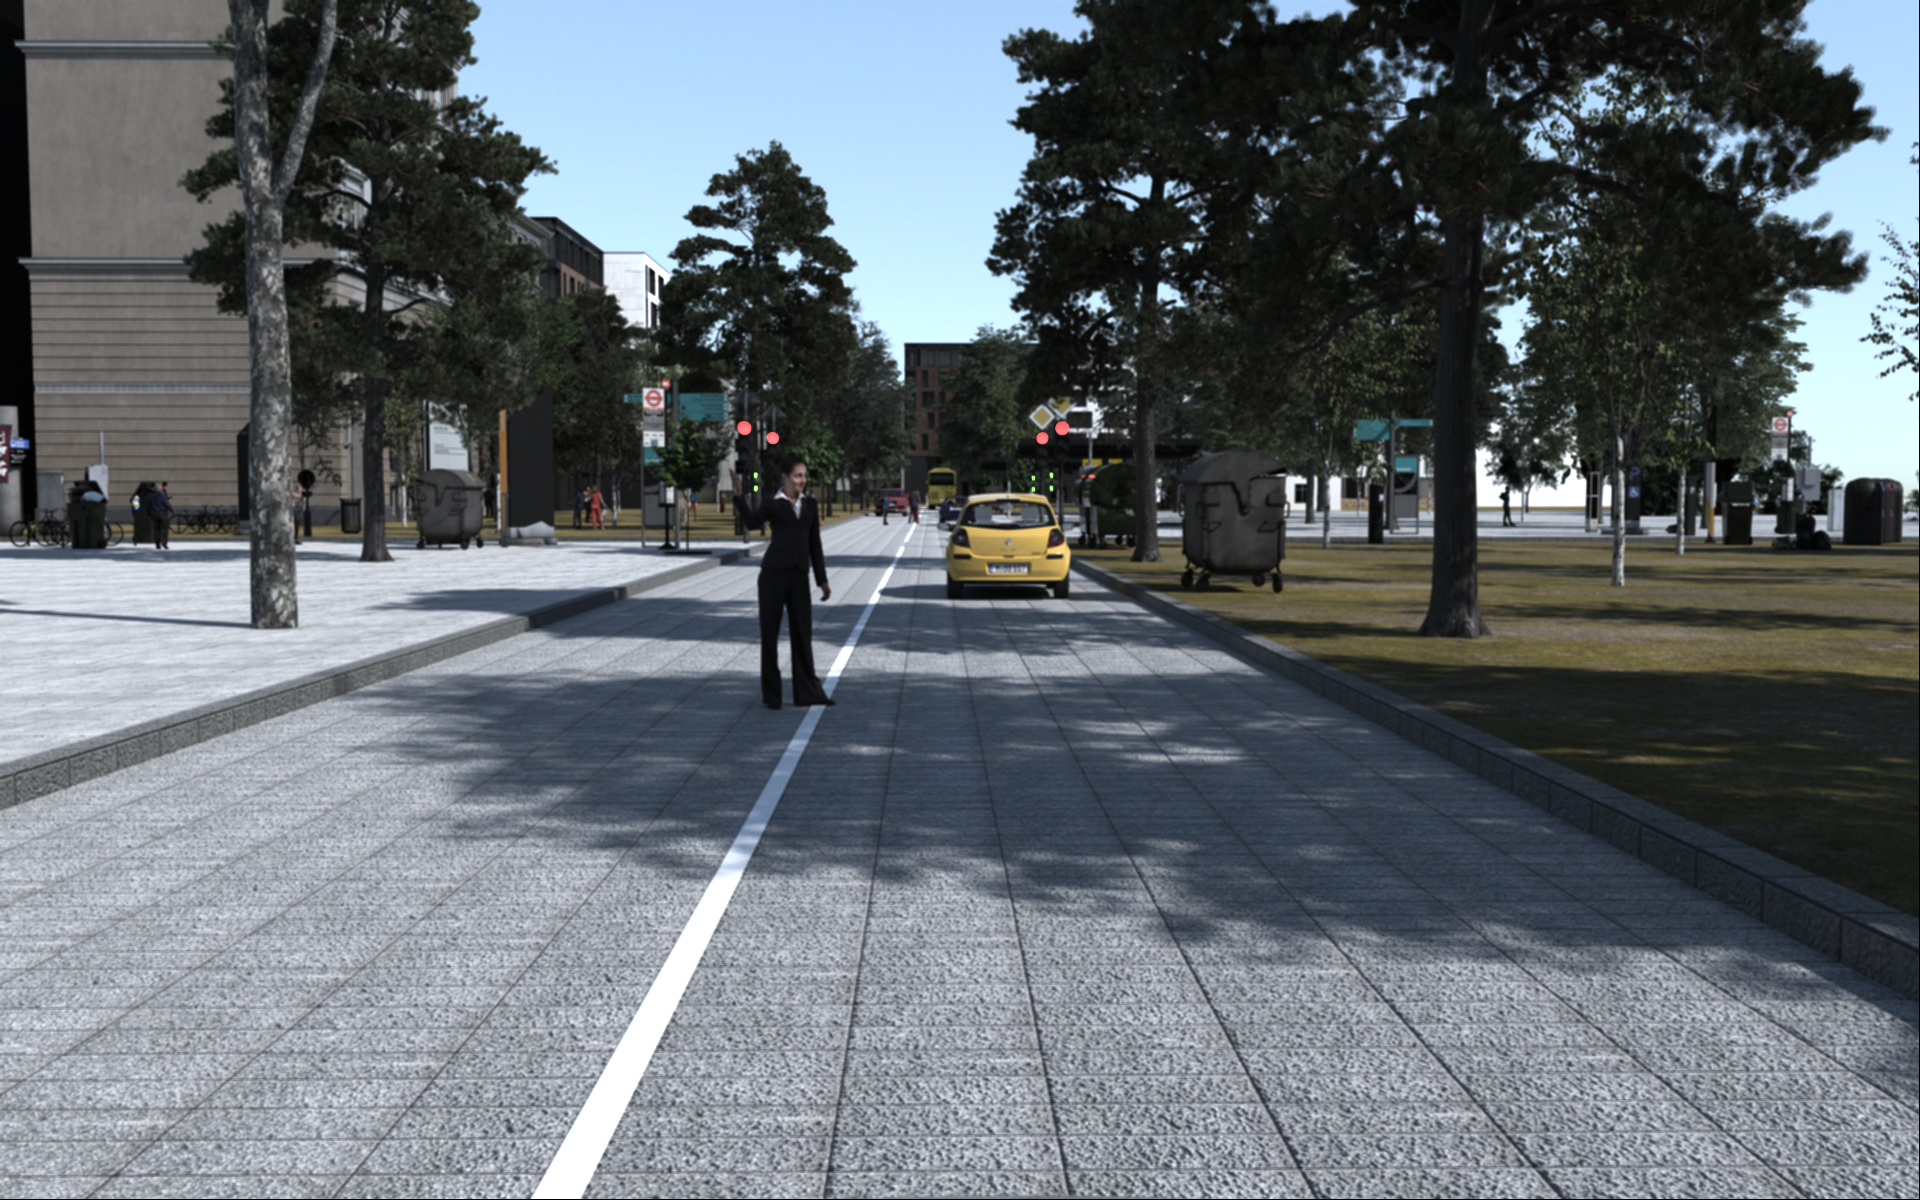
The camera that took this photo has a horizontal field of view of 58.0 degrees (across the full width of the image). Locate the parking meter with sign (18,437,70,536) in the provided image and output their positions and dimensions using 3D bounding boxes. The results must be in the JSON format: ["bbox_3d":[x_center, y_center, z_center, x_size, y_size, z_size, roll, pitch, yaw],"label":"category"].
[{"bbox_3d":[-28.095,-3.502,53.516,1.738,3.016,0.543,-1,4,-15],"label":"parking meter with sign"}]

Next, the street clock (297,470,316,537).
[{"bbox_3d":[-19.672,-2.912,52.183,0.471,2.002,0.358,0,4,-6],"label":"street clock"}]

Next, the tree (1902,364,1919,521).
[{"bbox_3d":[48.159,-10.534,74.058,13.155,14.587,18.604,-2,4,-34],"label":"tree"}]

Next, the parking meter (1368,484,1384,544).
[{"bbox_3d":[10.683,-2.206,44.474,0.372,1.533,0.369,0,3,0],"label":"parking meter"}]

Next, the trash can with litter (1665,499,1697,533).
[{"bbox_3d":[23.406,-2.746,56.284,0.624,1.170,1.055,-2,4,-26],"label":"trash can with litter"}]

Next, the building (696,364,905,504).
[{"bbox_3d":[-23.409,-22.810,239.396,31.486,18.905,16.747,0,4,-1],"label":"building"}]

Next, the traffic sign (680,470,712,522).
[{"bbox_3d":[-12.561,-5.263,79.920,2.265,3.308,0.079,0,4,5],"label":"traffic sign"}]

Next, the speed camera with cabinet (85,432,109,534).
[{"bbox_3d":[-27.815,-3.742,55.510,0.660,3.252,2.038,-3,4,-36],"label":"speed camera with cabinet"}]

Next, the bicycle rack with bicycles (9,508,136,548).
[{"bbox_3d":[-21.856,-1.790,42.648,2.852,0.926,2.925,3,4,39],"label":"bicycle rack with bicycles"}]

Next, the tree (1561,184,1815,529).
[{"bbox_3d":[27.468,-8.920,63.965,7.486,12.596,7.792,0,3,0],"label":"tree"}]

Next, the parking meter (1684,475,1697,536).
[{"bbox_3d":[22.317,-2.896,53.054,0.399,1.863,0.255,-2,4,-24],"label":"parking meter"}]

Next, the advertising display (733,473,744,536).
[{"bbox_3d":[-6.799,-2.949,53.433,0.123,1.923,0.974,-2,4,-25],"label":"advertising display"}]

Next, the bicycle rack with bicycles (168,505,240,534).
[{"bbox_3d":[-24.346,-2.634,56.451,2.925,0.926,2.852,0,4,-3],"label":"bicycle rack with bicycles"}]

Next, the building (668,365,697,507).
[{"bbox_3d":[-33.363,-19.596,176.811,11.380,20.091,16.016,0,4,-1],"label":"building"}]

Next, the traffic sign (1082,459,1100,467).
[{"bbox_3d":[7.840,-6.210,95.412,2.265,3.308,0.079,0,4,3],"label":"traffic sign"}]

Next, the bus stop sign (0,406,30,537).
[{"bbox_3d":[-28.573,-3.851,51.977,0.837,3.901,0.837,1,4,10],"label":"bus stop sign"}]

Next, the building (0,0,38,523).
[{"bbox_3d":[-49.201,-15.073,76.121,15.834,23.373,12.332,0,4,-1],"label":"building"}]

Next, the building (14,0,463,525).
[{"bbox_3d":[-32.011,-18.031,80.718,13.634,28.700,20.117,0,4,-1],"label":"building"}]

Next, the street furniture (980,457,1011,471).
[{"bbox_3d":[4.978,-7.147,108.954,7.346,3.524,5.398,0,4,-1],"label":"street furniture"}]

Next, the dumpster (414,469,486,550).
[{"bbox_3d":[-11.904,-2.119,40.405,1.264,1.857,1.865,0,4,-1],"label":"dumpster"}]

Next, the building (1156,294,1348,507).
[{"bbox_3d":[28.173,-19.100,168.700,16.016,20.091,11.380,0,4,-1],"label":"building"}]

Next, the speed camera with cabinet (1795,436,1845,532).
[{"bbox_3d":[29.888,-3.989,59.549,2.038,3.252,0.660,1,4,12],"label":"speed camera with cabinet"}]

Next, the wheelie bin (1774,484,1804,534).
[{"bbox_3d":[26.910,-2.950,56.148,0.980,1.594,0.693,-2,4,-27],"label":"wheelie bin"}]

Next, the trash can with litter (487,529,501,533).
[{"bbox_3d":[-14.832,-2.818,57.136,1.678,1.210,2.233,-2,4,-34],"label":"trash can with litter"}]

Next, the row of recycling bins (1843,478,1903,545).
[{"bbox_3d":[23.694,-2.317,44.992,1.069,1.692,3.534,3,4,38],"label":"row of recycling bins"}]

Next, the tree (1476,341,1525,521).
[{"bbox_3d":[26.185,-7.989,80.979,4.360,8.622,3.978,0,3,0],"label":"tree"}]

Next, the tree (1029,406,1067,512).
[{"bbox_3d":[6.700,-10.032,114.380,4.360,8.622,3.978,0,3,0],"label":"tree"}]

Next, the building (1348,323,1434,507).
[{"bbox_3d":[41.810,-19.685,178.261,11.380,20.091,16.016,0,4,-1],"label":"building"}]

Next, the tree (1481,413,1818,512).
[{"bbox_3d":[47.066,-9.524,118.627,20.602,7.101,11.467,0,4,-2],"label":"tree"}]

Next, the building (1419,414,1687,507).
[{"bbox_3d":[62.255,-14.680,182.162,28.070,9.664,9.099,0,4,-1],"label":"building"}]

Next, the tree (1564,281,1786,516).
[{"bbox_3d":[45.444,-12.517,106.468,18.604,14.587,13.155,-2,4,-34],"label":"tree"}]

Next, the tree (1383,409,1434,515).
[{"bbox_3d":[29.430,-9.634,107.875,4.360,8.622,3.978,0,3,0],"label":"tree"}]

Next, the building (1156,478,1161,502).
[{"bbox_3d":[39.646,-18.025,236.849,28.070,9.664,9.099,0,4,-1],"label":"building"}]

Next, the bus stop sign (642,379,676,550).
[{"bbox_3d":[-6.944,-3.133,39.921,0.416,3.939,0.855,3,5,44],"label":"bus stop sign"}]

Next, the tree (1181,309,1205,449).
[{"bbox_3d":[14.310,-10.206,84.998,7.486,12.596,7.792,0,3,0],"label":"tree"}]

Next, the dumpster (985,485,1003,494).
[{"bbox_3d":[2.316,-6.728,115.759,1.264,1.857,1.865,0,4,-1],"label":"dumpster"}]

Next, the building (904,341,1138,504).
[{"bbox_3d":[8.571,-24.516,244.809,32.646,21.610,27.936,0,4,-1],"label":"building"}]

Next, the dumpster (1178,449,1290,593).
[{"bbox_3d":[3.656,-1.065,23.169,1.264,1.857,1.865,0,4,-1],"label":"dumpster"}]

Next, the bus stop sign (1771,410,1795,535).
[{"bbox_3d":[26.081,-4.051,54.937,0.855,3.939,0.416,-1,4,-14],"label":"bus stop sign"}]

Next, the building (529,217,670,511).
[{"bbox_3d":[-40.478,-18.351,144.013,27.936,21.610,32.646,0,4,-1],"label":"building"}]

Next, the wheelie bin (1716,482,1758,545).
[{"bbox_3d":[19.551,-2.186,43.647,0.980,1.594,0.693,1,4,10],"label":"wheelie bin"}]

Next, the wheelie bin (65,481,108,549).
[{"bbox_3d":[-20.502,-2.005,40.686,0.980,1.594,0.693,1,4,17],"label":"wheelie bin"}]

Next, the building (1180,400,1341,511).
[{"bbox_3d":[25.070,-12.618,148.451,9.099,9.664,28.070,0,4,-1],"label":"building"}]

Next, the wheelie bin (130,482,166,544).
[{"bbox_3d":[-21.105,-2.275,45.101,0.693,1.594,0.980,0,4,5],"label":"wheelie bin"}]

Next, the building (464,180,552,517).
[{"bbox_3d":[-31.954,-16.240,101.688,11.583,22.565,21.152,0,4,-1],"label":"building"}]

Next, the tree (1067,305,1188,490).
[{"bbox_3d":[6.426,-6.837,62.148,4.360,8.622,3.978,0,3,0],"label":"tree"}]

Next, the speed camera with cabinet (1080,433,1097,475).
[{"bbox_3d":[4.908,-3.761,55.831,2.038,3.252,0.660,1,4,19],"label":"speed camera with cabinet"}]

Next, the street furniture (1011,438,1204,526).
[{"bbox_3d":[6.015,-4.873,71.774,7.346,3.524,5.398,0,4,-1],"label":"street furniture"}]

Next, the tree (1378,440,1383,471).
[{"bbox_3d":[28.541,-10.064,114.905,4.360,8.622,3.978,0,3,0],"label":"tree"}]
